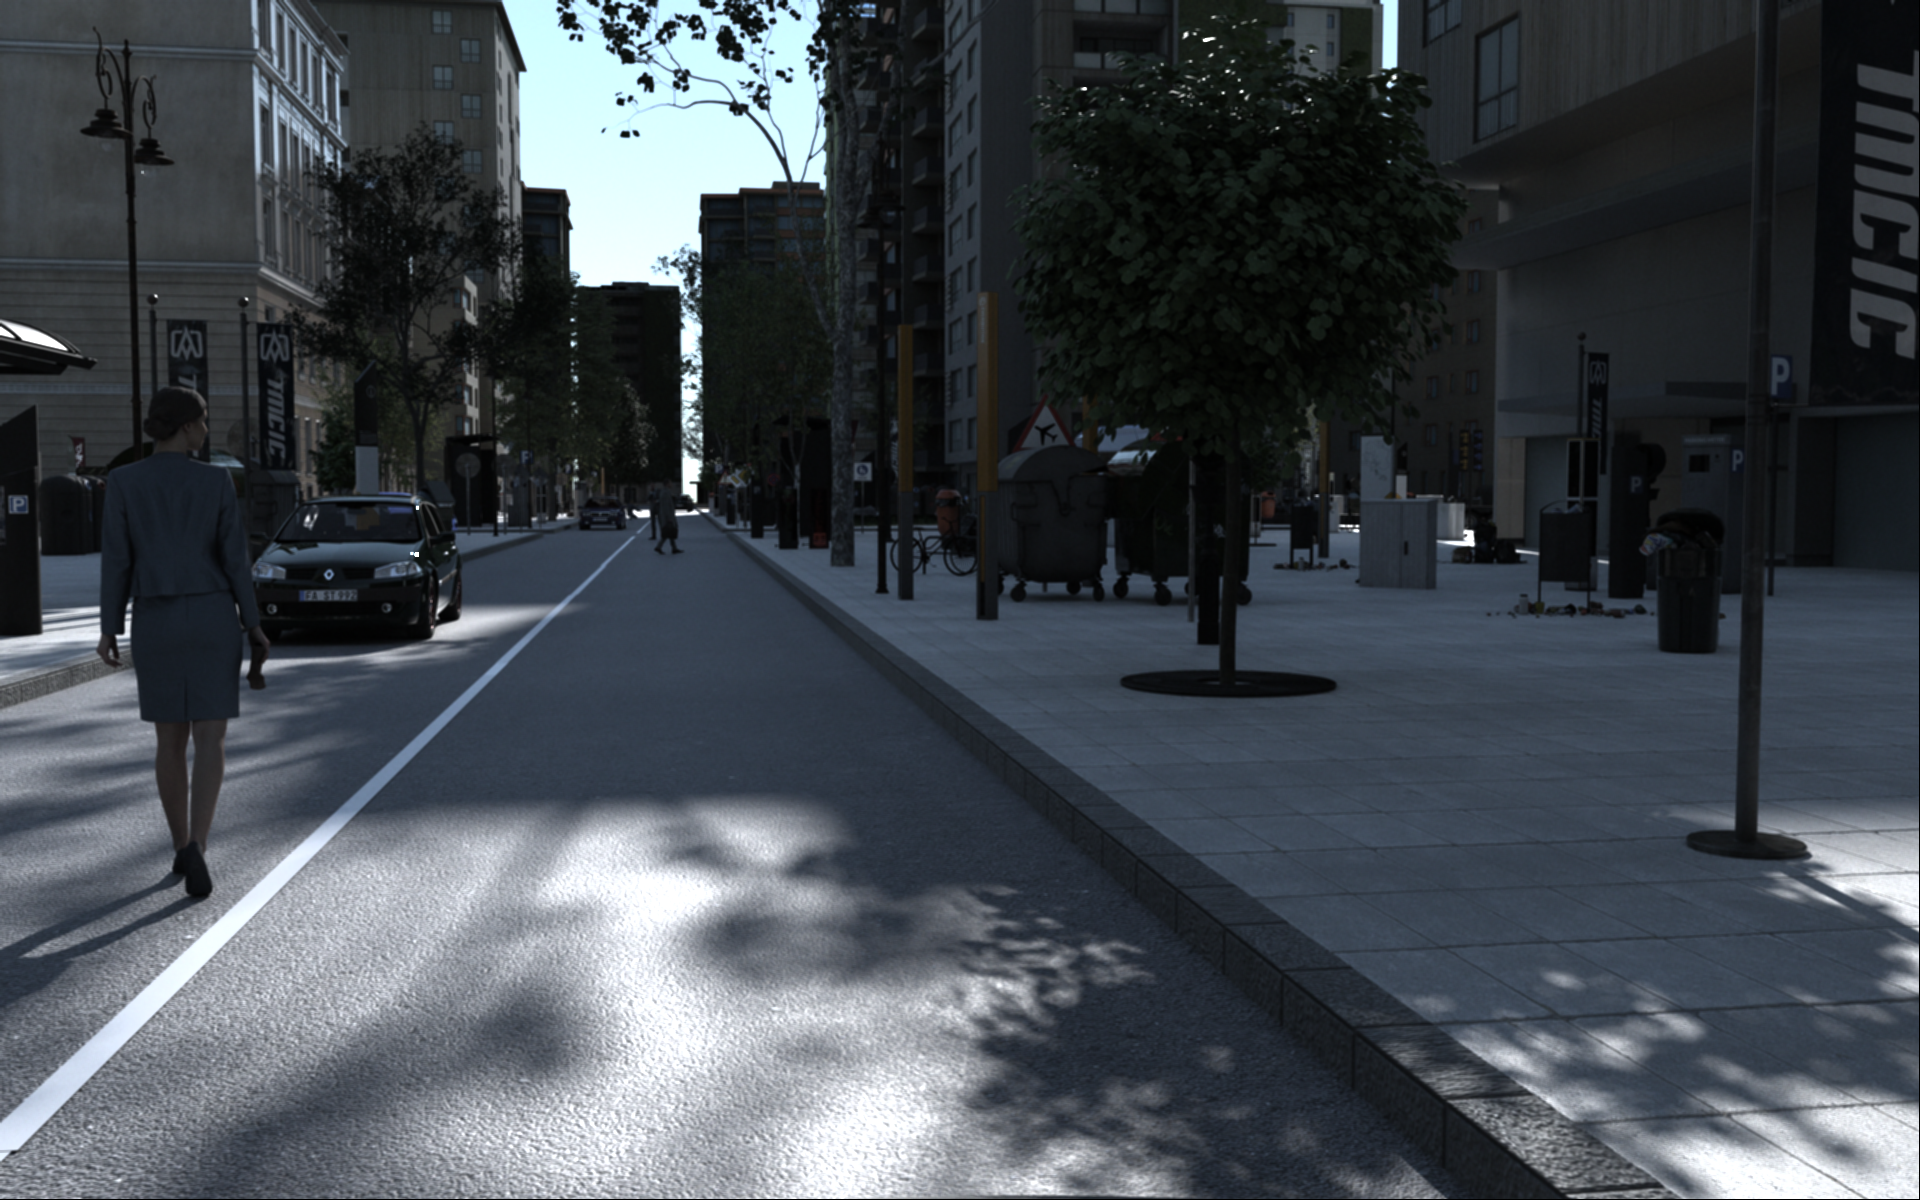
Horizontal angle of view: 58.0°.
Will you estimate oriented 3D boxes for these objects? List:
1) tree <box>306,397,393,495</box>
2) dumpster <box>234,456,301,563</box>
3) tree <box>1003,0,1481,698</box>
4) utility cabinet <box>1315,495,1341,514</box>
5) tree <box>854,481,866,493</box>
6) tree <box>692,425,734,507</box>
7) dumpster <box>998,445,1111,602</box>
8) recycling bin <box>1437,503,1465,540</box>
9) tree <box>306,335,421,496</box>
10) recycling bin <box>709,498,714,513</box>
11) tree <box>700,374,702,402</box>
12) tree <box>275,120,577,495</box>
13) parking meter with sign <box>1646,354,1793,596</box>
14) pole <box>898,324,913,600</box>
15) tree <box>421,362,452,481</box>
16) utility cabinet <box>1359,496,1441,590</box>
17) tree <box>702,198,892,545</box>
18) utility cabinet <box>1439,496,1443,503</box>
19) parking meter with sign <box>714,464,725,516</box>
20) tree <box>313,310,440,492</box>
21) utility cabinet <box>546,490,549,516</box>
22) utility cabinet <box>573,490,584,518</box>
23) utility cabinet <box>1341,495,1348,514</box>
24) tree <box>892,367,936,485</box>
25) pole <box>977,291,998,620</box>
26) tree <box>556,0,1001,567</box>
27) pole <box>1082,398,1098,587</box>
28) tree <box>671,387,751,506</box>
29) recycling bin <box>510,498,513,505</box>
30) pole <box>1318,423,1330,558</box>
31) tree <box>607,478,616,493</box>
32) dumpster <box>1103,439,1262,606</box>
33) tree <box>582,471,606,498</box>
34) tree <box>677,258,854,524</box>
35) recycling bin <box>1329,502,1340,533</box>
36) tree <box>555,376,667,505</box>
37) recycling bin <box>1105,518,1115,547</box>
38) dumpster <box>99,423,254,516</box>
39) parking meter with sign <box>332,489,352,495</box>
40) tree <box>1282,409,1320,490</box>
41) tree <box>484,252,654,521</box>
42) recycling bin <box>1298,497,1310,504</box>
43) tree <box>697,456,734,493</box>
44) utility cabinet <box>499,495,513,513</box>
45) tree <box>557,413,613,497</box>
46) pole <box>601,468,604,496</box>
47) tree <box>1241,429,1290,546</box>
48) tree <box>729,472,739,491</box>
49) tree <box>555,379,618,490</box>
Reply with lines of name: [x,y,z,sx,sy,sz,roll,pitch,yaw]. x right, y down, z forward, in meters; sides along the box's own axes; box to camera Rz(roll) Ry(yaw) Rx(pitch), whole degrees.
tree: [-12.391,-2.442,34.535,1.663,3.219,1.824,0,3,0]
dumpster: [-11.201,-1.314,27.242,1.264,1.857,1.865,-1,4,-9]
tree: [1.755,-1.694,11.410,4.285,4.588,4.351,0,3,0]
utility cabinet: [14.916,-3.632,70.542,0.306,1.237,1.020,-2,4,-32]
tree: [-6.315,-6.588,102.307,1.663,3.219,1.824,0,3,0]
tree: [-25.388,-13.797,175.948,4.360,8.622,3.978,0,3,0]
dumpster: [1.085,-0.949,21.279,1.264,1.857,1.865,-1,4,-9]
recycling bin: [13.674,-2.209,48.670,0.722,1.027,0.722,-3,4,-37]
tree: [-27.217,-7.852,78.743,4.360,8.622,3.978,0,3,0]
recycling bin: [-16.908,-6.572,120.009,0.722,1.027,0.722,-3,5,-43]
tree: [-11.123,-8.360,87.054,4.737,8.622,4.395,0,3,0]
tree: [-13.099,-6.613,42.541,8.767,10.594,7.601,1,4,16]
parking meter with sign: [9.763,-1.601,22.436,0.543,3.016,1.738,-2,4,-34]
pole: [-0.660,-1.659,20.973,0.158,3.312,0.155,0,3,0]
tree: [-28.566,-8.578,90.610,4.360,8.622,3.978,0,3,0]
utility cabinet: [5.975,-0.764,23.646,1.020,1.237,0.306,3,5,41]
tree: [-4.202,-5.707,43.667,4.737,8.622,4.395,0,3,0]
utility cabinet: [18.808,-3.559,69.349,1.020,1.237,0.306,1,4,10]
parking meter with sign: [-14.062,-6.452,101.752,0.543,3.016,1.738,0,4,-2]
tree: [-21.843,-6.989,64.634,4.737,8.622,4.395,0,3,0]
utility cabinet: [-24.368,-5.708,102.007,0.318,1.500,1.173,0,4,4]
utility cabinet: [-20.260,-5.098,92.038,0.318,1.500,1.173,-2,4,-24]
utility cabinet: [22.523,-5.537,101.687,1.020,1.237,0.306,2,4,29]
tree: [-3.451,-8.537,89.936,4.737,8.622,4.395,0,3,0]
pole: [0.279,-1.453,17.599,0.158,3.312,0.155,0,3,0]
tree: [-1.461,-10.745,31.570,12.611,20.169,13.585,0,3,0]
pole: [1.788,-1.833,23.810,0.158,3.312,0.155,0,3,0]
tree: [-27.529,-17.250,192.402,12.009,13.543,11.850,0,3,0]
recycling bin: [-29.345,-6.247,114.699,0.722,1.027,0.722,0,4,-1]
pole: [7.314,-2.502,34.752,0.158,3.312,0.155,0,3,0]
tree: [-36.065,-11.369,180.485,1.663,3.219,1.824,0,3,0]
dumpster: [2.607,-1.110,20.637,1.502,2.255,1.985,-1,4,-9]
tree: [-28.026,-8.294,130.203,1.663,3.219,1.824,0,3,0]
tree: [-8.464,-9.169,75.668,9.928,11.665,9.643,0,3,0]
recycling bin: [12.227,-2.747,57.471,0.722,1.027,0.722,1,4,16]
tree: [-32.553,-14.918,160.922,9.611,12.733,9.660,0,3,0]
recycling bin: [3.845,-1.804,42.048,0.722,1.027,0.722,-2,4,-35]
dumpster: [-10.516,-1.272,23.298,1.502,2.255,1.985,-1,4,-9]
parking meter with sign: [-24.503,-4.425,68.616,1.738,3.016,0.543,-3,5,-40]
tree: [17.218,-8.653,91.835,4.360,8.622,3.978,0,3,0]
tree: [-19.046,-10.021,81.970,7.486,12.596,7.792,0,3,0]
recycling bin: [25.399,-7.058,127.948,0.722,1.027,0.722,2,4,24]
tree: [-20.751,-10.114,149.076,4.285,4.588,4.351,0,3,0]
utility cabinet: [-31.069,-6.587,118.852,1.020,1.237,0.306,1,4,12]
tree: [-25.904,-10.402,120.438,4.737,8.622,4.395,0,3,0]
pole: [-27.407,-8.506,132.909,0.158,3.312,0.155,0,3,0]
tree: [7.462,-2.950,42.830,1.663,3.219,1.824,0,3,0]
tree: [-17.740,-8.428,132.394,1.663,3.219,1.824,0,3,0]
tree: [-23.323,-9.533,106.229,4.360,8.622,3.978,0,3,0]
